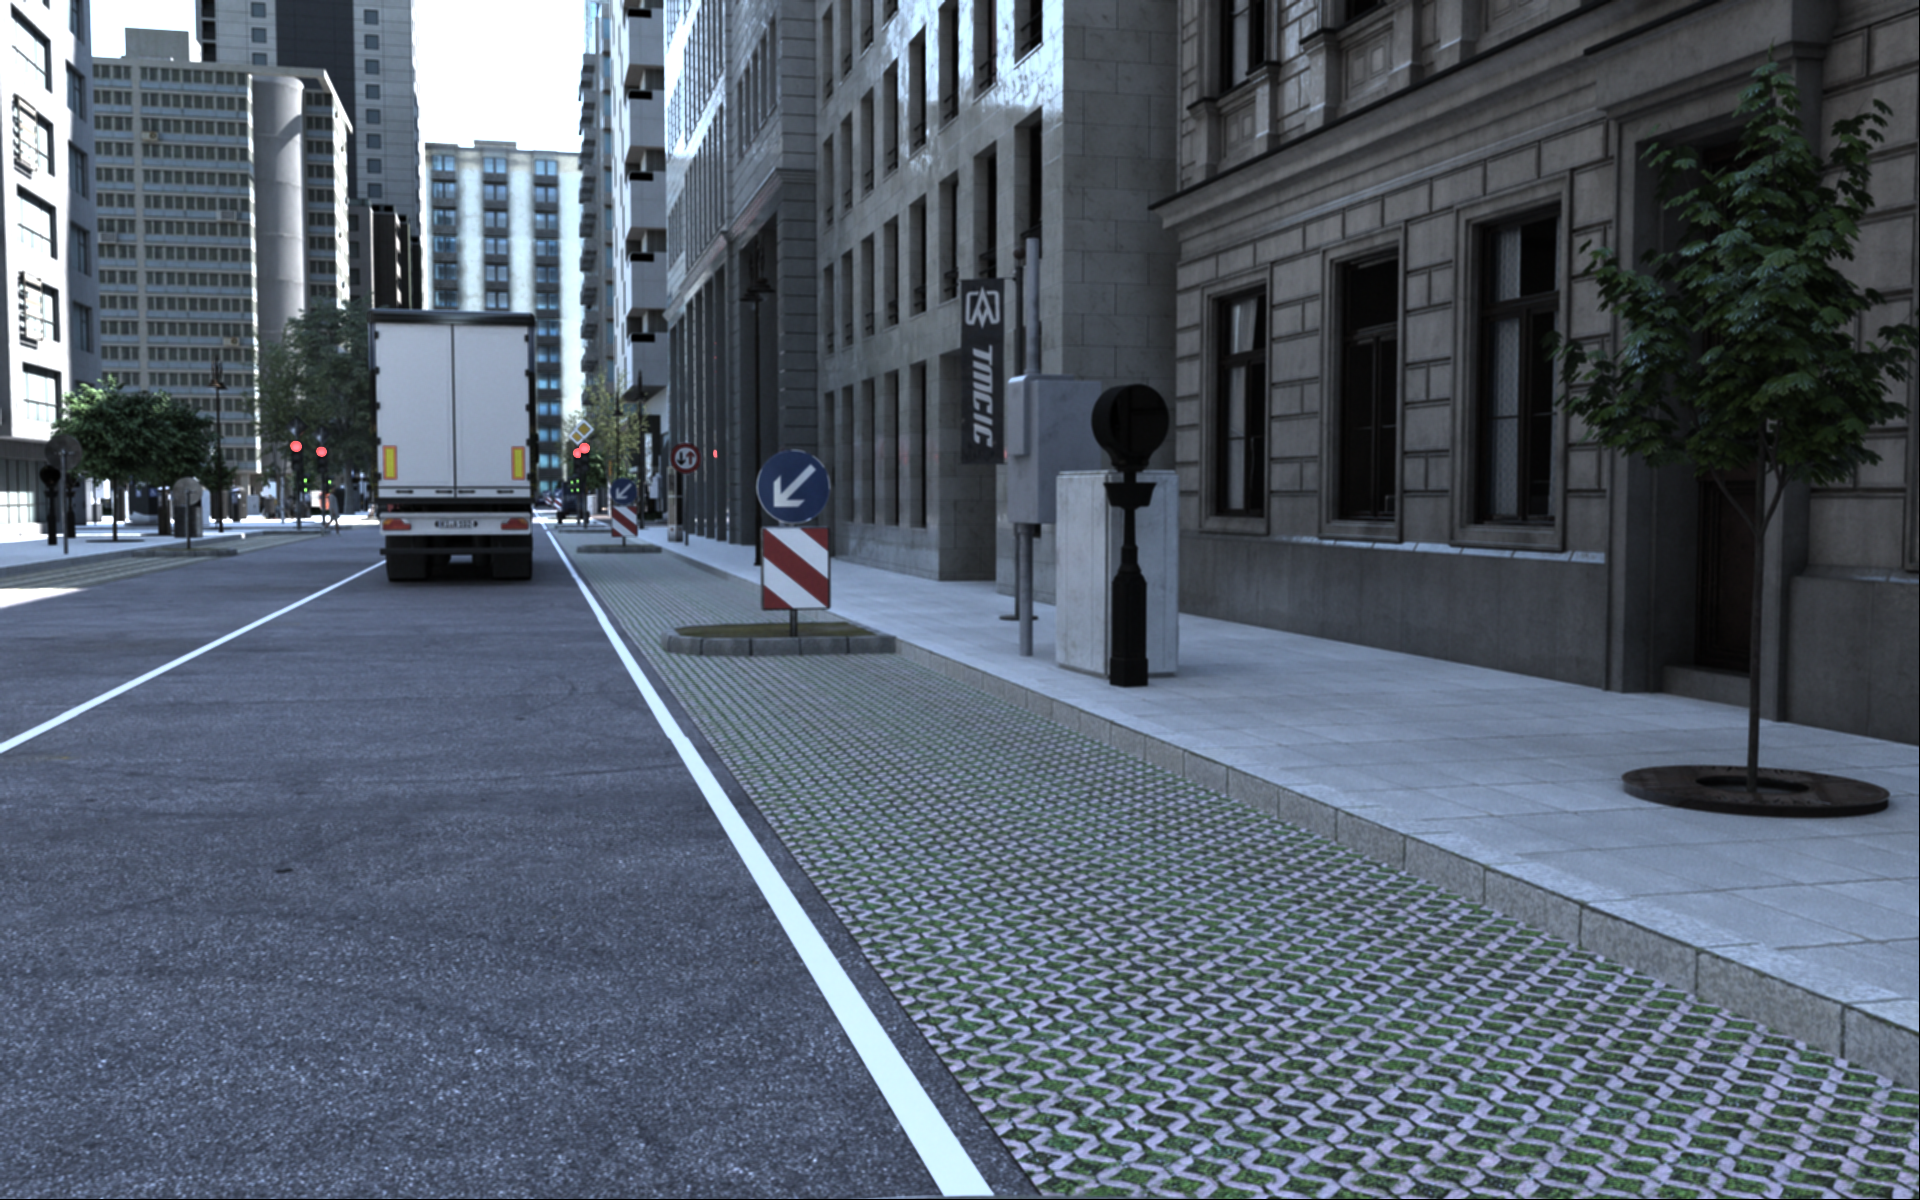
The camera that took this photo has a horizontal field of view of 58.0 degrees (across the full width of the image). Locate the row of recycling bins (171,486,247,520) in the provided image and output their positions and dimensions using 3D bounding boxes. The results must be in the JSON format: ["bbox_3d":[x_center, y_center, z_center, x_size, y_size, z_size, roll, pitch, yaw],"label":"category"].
[{"bbox_3d":[-37.612,-4.876,86.834,3.534,1.692,1.069,-3,4,-37],"label":"row of recycling bins"}]

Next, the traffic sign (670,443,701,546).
[{"bbox_3d":[-6.805,-2.627,43.057,0.768,2.556,0.104,0,4,-6],"label":"traffic sign"}]

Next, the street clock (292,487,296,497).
[{"bbox_3d":[-52.689,-8.121,137.342,0.471,2.002,0.358,-1,4,-12],"label":"street clock"}]

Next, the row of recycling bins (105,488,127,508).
[{"bbox_3d":[-54.308,-6.410,111.911,1.069,1.692,3.534,-3,5,-42],"label":"row of recycling bins"}]

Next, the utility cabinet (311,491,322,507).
[{"bbox_3d":[-47.713,-7.302,128.068,0.318,1.500,1.173,2,4,26],"label":"utility cabinet"}]

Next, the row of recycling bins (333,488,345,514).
[{"bbox_3d":[-40.296,-6.457,112.677,1.069,1.692,3.534,-1,4,-10],"label":"row of recycling bins"}]

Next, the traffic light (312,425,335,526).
[{"bbox_3d":[-25.653,-4.946,69.789,0.839,4.253,0.868,-1,4,-14],"label":"traffic light"}]

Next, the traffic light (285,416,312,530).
[{"bbox_3d":[-23.703,-4.472,62.045,0.839,4.253,0.868,-1,4,-14],"label":"traffic light"}]

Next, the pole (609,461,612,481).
[{"bbox_3d":[-21.309,-6.832,105.548,0.158,3.312,0.155,0,3,0],"label":"pole"}]

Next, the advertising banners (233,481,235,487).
[{"bbox_3d":[-57.480,-8.591,136.647,0.090,3.025,2.074,-2,4,-35],"label":"advertising banners"}]

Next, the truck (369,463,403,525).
[{"bbox_3d":[-24.150,-5.371,76.728,2.839,4.237,11.283,-1,4,-12],"label":"truck"}]

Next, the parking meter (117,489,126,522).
[{"bbox_3d":[-38.738,-4.376,79.961,0.372,1.533,0.369,0,3,0],"label":"parking meter"}]

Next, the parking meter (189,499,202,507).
[{"bbox_3d":[-22.946,-2.662,51.940,0.372,1.533,0.369,0,3,0],"label":"parking meter"}]

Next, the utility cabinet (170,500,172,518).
[{"bbox_3d":[-42.321,-5.126,92.496,0.318,1.500,1.173,-2,4,-28],"label":"utility cabinet"}]

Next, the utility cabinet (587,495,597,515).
[{"bbox_3d":[-22.263,-5.725,104.765,0.306,1.237,1.020,-2,4,-31],"label":"utility cabinet"}]

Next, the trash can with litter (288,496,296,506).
[{"bbox_3d":[-47.624,-6.865,123.631,0.624,1.170,1.055,0,4,-4],"label":"trash can with litter"}]

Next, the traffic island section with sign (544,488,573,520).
[{"bbox_3d":[-21.917,-5.357,96.221,1.989,1.847,2.006,-1,4,-14],"label":"traffic island section with sign"}]

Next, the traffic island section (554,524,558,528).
[{"bbox_3d":[-15.906,-3.063,72.364,2.009,0.180,2.903,-1,4,-14],"label":"traffic island section"}]

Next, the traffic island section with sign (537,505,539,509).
[{"bbox_3d":[-40.837,-9.956,171.407,1.989,1.847,2.006,-1,4,-14],"label":"traffic island section with sign"}]

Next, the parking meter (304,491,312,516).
[{"bbox_3d":[-37.650,-5.602,100.000,0.372,1.533,0.369,0,3,0],"label":"parking meter"}]

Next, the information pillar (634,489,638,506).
[{"bbox_3d":[-27.266,-8.641,145.774,0.304,2.012,0.304,-2,4,-25],"label":"information pillar"}]

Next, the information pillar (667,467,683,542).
[{"bbox_3d":[-7.655,-2.573,46.559,0.304,2.012,0.304,2,4,29],"label":"information pillar"}]

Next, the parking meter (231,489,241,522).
[{"bbox_3d":[-33.062,-4.324,79.107,0.372,1.533,0.369,0,3,0],"label":"parking meter"}]

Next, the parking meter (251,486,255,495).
[{"bbox_3d":[-53.885,-7.724,132.005,0.255,1.863,0.399,-1,4,-13],"label":"parking meter"}]

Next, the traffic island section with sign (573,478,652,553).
[{"bbox_3d":[-8.398,-2.072,42.513,1.989,1.847,2.006,-1,4,-14],"label":"traffic island section with sign"}]

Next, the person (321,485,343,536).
[{"bbox_3d":[-21.376,-3.040,58.955,0.466,1.731,0.760,2,4,35],"label":"person"}]

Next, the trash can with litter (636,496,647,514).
[{"bbox_3d":[-17.912,-5.337,98.651,1.055,1.170,0.624,1,4,18],"label":"trash can with litter"}]

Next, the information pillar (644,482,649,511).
[{"bbox_3d":[-19.046,-6.179,105.511,0.304,2.012,0.304,1,4,14],"label":"information pillar"}]

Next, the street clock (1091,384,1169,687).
[{"bbox_3d":[1.131,-0.427,11.552,0.471,2.002,0.358,-2,4,-26],"label":"street clock"}]

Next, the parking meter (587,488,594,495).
[{"bbox_3d":[-24.210,-6.597,113.578,0.399,1.863,0.255,2,4,24],"label":"parking meter"}]

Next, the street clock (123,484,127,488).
[{"bbox_3d":[-58.868,-7.204,122.354,0.358,2.002,0.471,1,4,20],"label":"street clock"}]

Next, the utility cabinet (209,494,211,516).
[{"bbox_3d":[-44.073,-5.612,100.441,1.173,1.500,0.318,0,4,4],"label":"utility cabinet"}]

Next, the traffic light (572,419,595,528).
[{"bbox_3d":[-13.998,-4.622,64.496,0.839,4.253,0.868,-1,4,-14],"label":"traffic light"}]

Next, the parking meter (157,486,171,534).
[{"bbox_3d":[-25.662,-2.902,55.855,0.372,1.533,0.369,0,3,0],"label":"parking meter"}]

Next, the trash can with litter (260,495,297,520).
[{"bbox_3d":[-33.709,-4.564,85.673,2.233,1.210,1.678,-2,4,-35],"label":"trash can with litter"}]

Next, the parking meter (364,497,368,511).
[{"bbox_3d":[-43.901,-7.309,127.906,0.372,1.533,0.369,0,3,0],"label":"parking meter"}]

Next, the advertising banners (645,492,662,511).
[{"bbox_3d":[-15.793,-5.900,92.659,2.074,3.025,0.090,-1,4,-20],"label":"advertising banners"}]

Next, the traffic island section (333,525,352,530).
[{"bbox_3d":[-25.694,-2.913,69.914,2.009,0.180,2.903,-1,4,-14],"label":"traffic island section"}]

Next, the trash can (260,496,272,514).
[{"bbox_3d":[-42.934,-5.845,107.225,0.748,1.137,0.748,0,3,0],"label":"trash can"}]

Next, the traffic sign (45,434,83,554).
[{"bbox_3d":[-19.160,-2.259,37.045,0.768,2.556,0.104,0,4,-6],"label":"traffic sign"}]

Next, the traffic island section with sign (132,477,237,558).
[{"bbox_3d":[-17.827,-1.915,39.938,1.989,1.847,2.006,-1,4,-14],"label":"traffic island section with sign"}]

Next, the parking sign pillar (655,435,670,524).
[{"bbox_3d":[-12.498,-5.293,75.019,1.447,3.967,1.447,-2,4,-28],"label":"parking sign pillar"}]

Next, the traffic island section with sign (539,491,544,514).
[{"bbox_3d":[-28.560,-6.971,122.611,1.989,1.847,2.006,-1,4,-14],"label":"traffic island section with sign"}]

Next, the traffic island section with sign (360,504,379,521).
[{"bbox_3d":[-31.390,-5.213,93.855,1.989,1.847,2.006,-1,4,-14],"label":"traffic island section with sign"}]

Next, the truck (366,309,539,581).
[{"bbox_3d":[-9.144,-2.630,31.912,2.839,4.237,11.283,-1,4,-15],"label":"truck"}]

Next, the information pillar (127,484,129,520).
[{"bbox_3d":[-39.958,-4.836,83.557,0.304,2.012,0.304,-1,4,-13],"label":"information pillar"}]

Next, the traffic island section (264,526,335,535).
[{"bbox_3d":[-23.745,-2.440,62.170,2.009,0.180,2.903,-1,4,-14],"label":"traffic island section"}]

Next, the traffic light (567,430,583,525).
[{"bbox_3d":[-15.947,-5.096,72.240,0.839,4.253,0.868,-1,4,-14],"label":"traffic light"}]

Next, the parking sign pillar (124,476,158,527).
[{"bbox_3d":[-32.442,-4.909,68.742,1.447,3.967,1.447,2,4,31],"label":"parking sign pillar"}]

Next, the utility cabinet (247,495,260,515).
[{"bbox_3d":[-43.016,-5.740,105.014,0.306,1.237,1.020,3,4,38],"label":"utility cabinet"}]

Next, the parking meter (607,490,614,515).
[{"bbox_3d":[-21.013,-5.853,104.101,0.372,1.533,0.369,0,3,0],"label":"parking meter"}]

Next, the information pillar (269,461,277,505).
[{"bbox_3d":[-46.739,-7.736,117.832,0.504,3.616,0.183,0,4,5],"label":"information pillar"}]

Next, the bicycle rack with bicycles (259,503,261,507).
[{"bbox_3d":[-51.498,-6.955,127.103,2.925,0.926,2.852,2,4,26],"label":"bicycle rack with bicycles"}]

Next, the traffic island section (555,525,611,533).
[{"bbox_3d":[-13.956,-2.590,64.620,2.009,0.180,2.903,-1,4,-14],"label":"traffic island section"}]

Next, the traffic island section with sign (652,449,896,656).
[{"bbox_3d":[-1.766,-0.461,16.163,1.989,1.847,2.006,-1,4,-14],"label":"traffic island section with sign"}]
